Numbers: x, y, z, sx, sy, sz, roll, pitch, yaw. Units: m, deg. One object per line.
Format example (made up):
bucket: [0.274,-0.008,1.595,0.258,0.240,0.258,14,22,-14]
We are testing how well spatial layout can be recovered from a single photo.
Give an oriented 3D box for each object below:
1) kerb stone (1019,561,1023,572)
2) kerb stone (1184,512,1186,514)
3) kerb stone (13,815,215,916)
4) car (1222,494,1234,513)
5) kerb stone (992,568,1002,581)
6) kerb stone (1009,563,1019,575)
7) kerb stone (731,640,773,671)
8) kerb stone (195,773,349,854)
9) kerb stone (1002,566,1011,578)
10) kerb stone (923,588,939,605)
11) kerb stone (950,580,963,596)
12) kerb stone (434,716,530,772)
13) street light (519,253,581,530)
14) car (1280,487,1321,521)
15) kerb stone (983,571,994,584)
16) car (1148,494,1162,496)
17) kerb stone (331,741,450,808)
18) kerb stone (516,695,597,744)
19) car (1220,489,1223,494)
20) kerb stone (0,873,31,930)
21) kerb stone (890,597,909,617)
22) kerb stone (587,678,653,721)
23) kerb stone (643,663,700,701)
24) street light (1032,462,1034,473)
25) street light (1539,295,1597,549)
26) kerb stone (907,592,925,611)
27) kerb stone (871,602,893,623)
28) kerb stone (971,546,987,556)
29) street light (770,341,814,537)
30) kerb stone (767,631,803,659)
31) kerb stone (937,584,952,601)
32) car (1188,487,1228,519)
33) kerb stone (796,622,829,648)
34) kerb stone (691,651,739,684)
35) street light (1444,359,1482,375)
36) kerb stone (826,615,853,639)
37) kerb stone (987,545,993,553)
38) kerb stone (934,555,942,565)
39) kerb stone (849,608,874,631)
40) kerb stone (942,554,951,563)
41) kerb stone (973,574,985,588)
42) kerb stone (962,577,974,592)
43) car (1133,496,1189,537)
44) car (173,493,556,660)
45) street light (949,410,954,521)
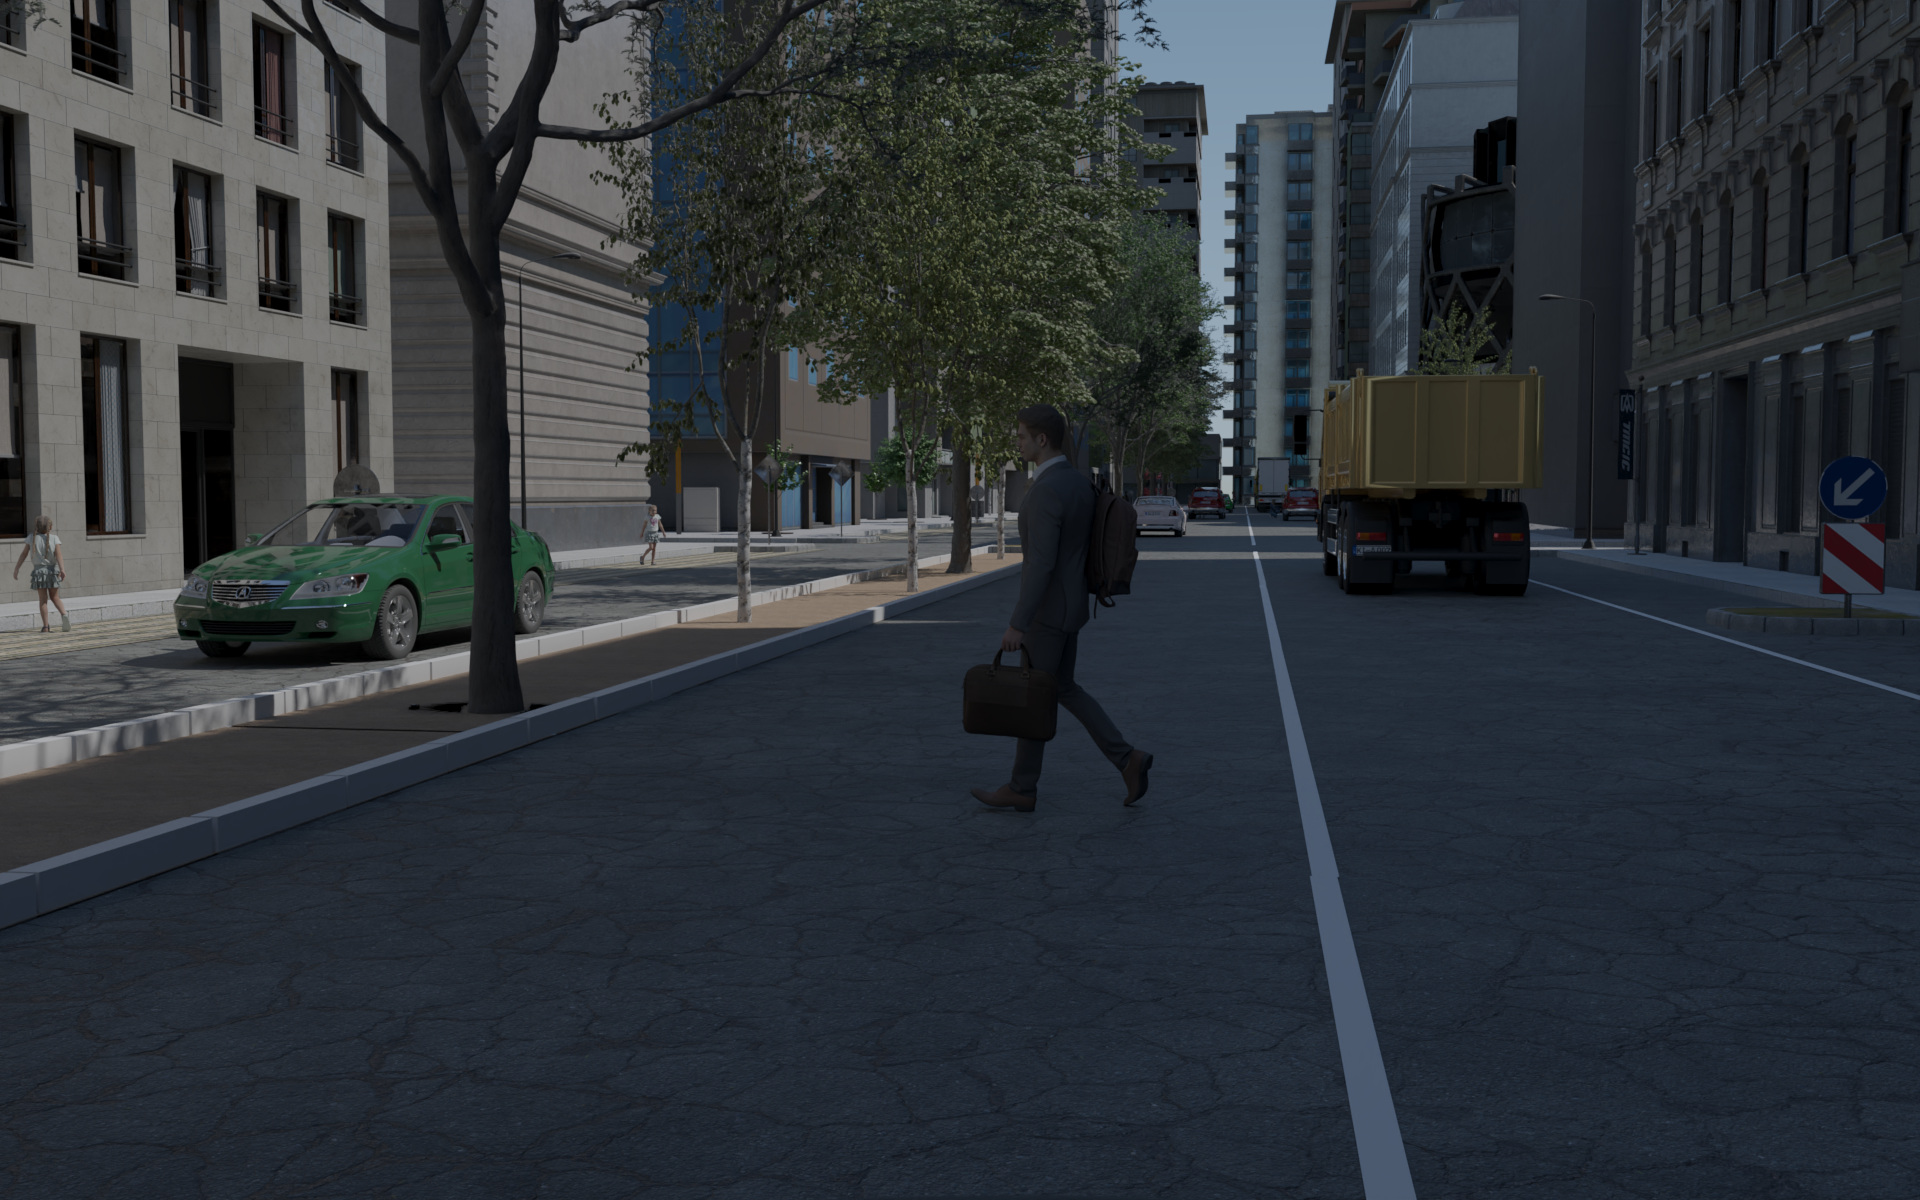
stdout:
kerb stone: [1.030,-0.580,31.686,0.120,0.150,1.000,1,4,9]
kerb stone: [15.989,-6.182,123.276,0.120,0.150,1.000,1,4,9]
kerb stone: [-3.102,0.968,6.381,0.120,0.150,1.000,1,4,9]
car: [19.906,-7.546,132.181,1.959,1.807,4.718,1,4,11]
kerb stone: [0.530,-0.394,28.643,0.120,0.150,1.000,1,4,9]
kerb stone: [0.875,-0.518,30.667,0.120,0.150,1.000,1,4,9]
kerb stone: [-1.776,0.473,14.470,0.120,0.150,1.000,1,4,9]
kerb stone: [-2.929,0.906,7.388,0.120,0.150,1.000,1,4,9]
kerb stone: [0.703,-0.456,29.650,0.120,0.150,1.000,1,4,9]
kerb stone: [-0.457,-0.023,22.576,0.120,0.150,1.000,1,4,9]
kerb stone: [-0.128,-0.145,24.600,0.120,0.150,1.000,1,4,9]
kerb stone: [-2.611,0.782,9.410,0.120,0.150,1.000,1,4,9]
street light: [-7.977,-3.732,33.567,1.470,5.913,1.316,1,4,9]
car: [18.410,-5.173,93.257,2.281,1.827,5.304,1,4,10]
kerb stone: [0.370,-0.333,27.634,0.120,0.150,1.000,1,4,9]
car: [17.566,-8.933,155.837,2.009,1.686,4.222,1,4,8]
kerb stone: [-2.768,0.844,8.397,0.120,0.150,1.000,1,4,9]
kerb stone: [-2.446,0.720,10.431,0.120,0.150,1.000,1,4,9]
car: [20.267,-7.954,138.721,2.281,1.827,5.304,1,4,8]
kerb stone: [-3.263,1.029,5.371,0.120,0.150,1.000,1,4,9]
kerb stone: [-0.789,0.100,20.558,0.120,0.150,1.000,1,4,9]
kerb stone: [-2.270,0.658,11.443,0.120,0.150,1.000,1,4,9]
kerb stone: [-2.102,0.596,12.452,0.120,0.150,1.000,1,4,9]
street light: [5.386,-8.708,114.909,1.470,5.913,1.316,1,4,9]
street light: [14.181,-4.153,40.435,1.470,5.913,1.316,1,4,9]
kerb stone: [-0.622,0.038,21.568,0.120,0.150,1.000,1,4,9]
kerb stone: [-0.948,0.162,19.542,0.120,0.150,1.000,1,4,9]
kerb stone: [0.447,-1.157,41.112,0.120,0.150,1.000,1,4,9]
street light: [-4.971,-4.837,51.619,1.470,5.913,1.316,1,4,9]
kerb stone: [-1.614,0.411,15.479,0.120,0.150,1.000,1,4,9]
kerb stone: [-0.285,-0.085,23.584,0.120,0.150,1.000,1,4,9]
car: [14.248,-5.573,99.793,2.281,1.827,5.304,1,4,10]
kerb stone: [-1.446,0.349,16.489,0.120,0.150,1.000,1,4,9]
kerb stone: [-1.944,0.534,13.461,0.120,0.150,1.000,1,4,9]
street light: [17.323,-5.325,59.609,1.470,5.913,1.316,1,4,9]
kerb stone: [-1.282,0.288,17.517,0.120,0.150,1.000,1,4,9]
kerb stone: [0.616,-1.216,42.127,0.120,0.150,1.000,1,4,9]
kerb stone: [-0.553,-0.785,35.028,0.120,0.150,1.000,1,4,9]
kerb stone: [-1.110,0.225,18.524,0.120,0.150,1.000,1,4,9]
kerb stone: [-0.377,-0.843,36.046,0.120,0.150,1.000,1,4,9]
kerb stone: [0.208,-0.271,26.625,0.120,0.150,1.000,1,4,9]
kerb stone: [0.040,-0.207,25.609,0.120,0.150,1.000,1,4,9]
car: [6.727,-2.858,59.093,2.083,1.381,4.827,1,4,10]
car: [-5.496,-0.292,16.577,2.131,1.459,4.920,1,4,10]
street light: [0.207,-6.762,83.100,1.470,5.913,1.316,1,4,9]
